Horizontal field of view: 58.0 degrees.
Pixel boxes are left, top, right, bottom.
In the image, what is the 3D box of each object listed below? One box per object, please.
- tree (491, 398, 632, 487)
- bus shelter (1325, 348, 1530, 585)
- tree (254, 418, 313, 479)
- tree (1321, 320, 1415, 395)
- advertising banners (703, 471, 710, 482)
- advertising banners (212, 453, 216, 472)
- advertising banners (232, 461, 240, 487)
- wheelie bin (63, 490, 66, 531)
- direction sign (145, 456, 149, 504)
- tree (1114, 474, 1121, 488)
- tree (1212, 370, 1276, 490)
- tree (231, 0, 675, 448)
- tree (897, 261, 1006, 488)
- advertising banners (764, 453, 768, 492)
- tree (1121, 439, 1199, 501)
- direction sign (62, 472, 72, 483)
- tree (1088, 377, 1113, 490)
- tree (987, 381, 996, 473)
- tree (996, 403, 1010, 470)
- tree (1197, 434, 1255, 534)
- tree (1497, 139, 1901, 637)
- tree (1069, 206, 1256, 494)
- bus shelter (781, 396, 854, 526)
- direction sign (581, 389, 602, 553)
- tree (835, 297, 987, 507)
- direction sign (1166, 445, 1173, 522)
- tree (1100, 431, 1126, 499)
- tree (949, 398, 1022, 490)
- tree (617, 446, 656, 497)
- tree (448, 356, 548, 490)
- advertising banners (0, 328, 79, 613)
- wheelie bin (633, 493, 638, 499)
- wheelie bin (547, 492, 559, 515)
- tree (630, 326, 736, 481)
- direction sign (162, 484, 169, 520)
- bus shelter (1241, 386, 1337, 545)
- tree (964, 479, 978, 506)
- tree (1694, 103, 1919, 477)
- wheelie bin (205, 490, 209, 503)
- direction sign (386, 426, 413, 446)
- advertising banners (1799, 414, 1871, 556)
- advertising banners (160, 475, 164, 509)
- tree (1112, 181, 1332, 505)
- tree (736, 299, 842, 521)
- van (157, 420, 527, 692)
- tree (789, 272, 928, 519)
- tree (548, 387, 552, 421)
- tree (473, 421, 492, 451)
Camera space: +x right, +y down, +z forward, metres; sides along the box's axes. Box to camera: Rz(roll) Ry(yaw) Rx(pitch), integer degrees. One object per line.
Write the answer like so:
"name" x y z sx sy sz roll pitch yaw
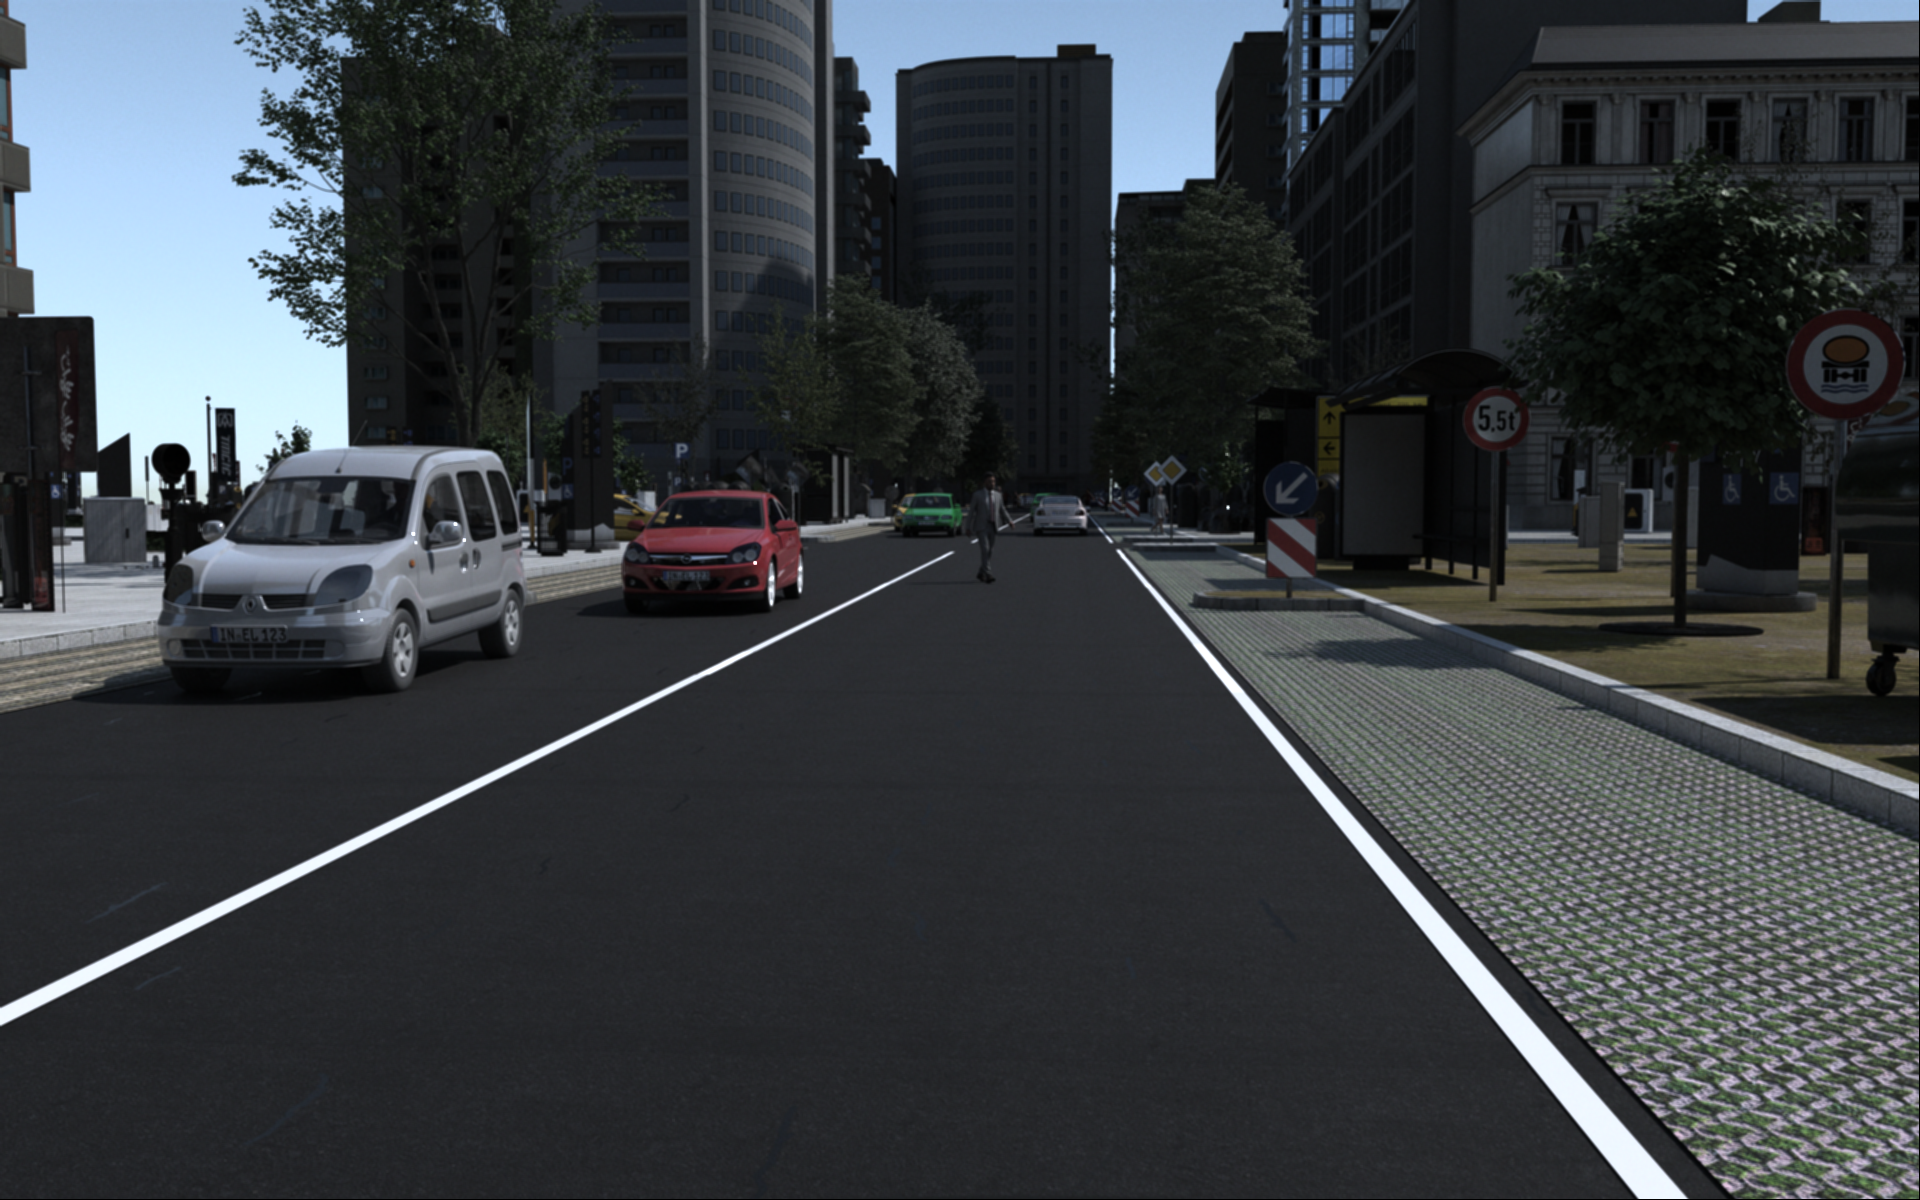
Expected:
"tree" -12.891 -4.635 59.490 4.285 4.588 4.351 0 3 0
"bus shelter" 7.047 -2.008 26.755 2.014 3.302 5.546 0 4 4
"tree" -16.918 -3.049 44.449 1.663 3.219 1.824 0 3 0
"tree" 17.184 -7.467 72.454 4.360 8.622 3.978 0 3 0
"advertising banners" -18.074 -8.128 129.075 2.074 3.025 0.090 0 4 -6
"advertising banners" -32.062 -4.824 75.056 0.090 3.025 2.074 0 4 -7
"advertising banners" -37.220 -5.792 90.892 2.074 3.025 0.090 -1 4 -11
"wheelie bin" -31.620 -3.218 60.520 0.693 1.594 0.980 -3 4 -37
"direction sign" -48.565 -6.821 103.514 0.379 3.537 0.876 -2 4 -34
"tree" 16.761 -11.445 170.836 4.285 4.588 4.351 0 3 0
"tree" 16.559 -9.140 99.795 4.360 8.622 3.978 0 3 0
"tree" -8.938 -6.451 31.233 9.928 11.665 9.643 0 3 0
"tree" -3.154 -17.601 143.670 12.611 20.169 13.585 0 3 0
"advertising banners" -8.085 -4.659 72.361 0.090 3.025 2.074 -1 4 -8
"tree" 12.090 -7.076 99.405 4.285 4.588 4.351 0 3 0
"direction sign" -47.172 -6.072 91.278 0.379 3.537 0.876 1 4 20
"tree" 14.074 -13.312 135.773 7.486 12.596 7.792 0 3 0
"tree" -3.488 -13.271 123.635 9.857 13.997 8.962 0 3 0
"tree" 0.285 -15.898 166.581 9.857 13.997 8.962 0 3 0
"tree" 8.395 -3.739 55.727 1.663 3.219 1.824 0 3 0
"tree" 6.833 -1.980 16.082 4.285 4.588 4.351 0 3 0
"tree" 13.504 -15.694 112.482 12.611 20.169 13.585 0 3 0
"bus shelter" -6.094 -5.856 73.379 2.179 5.291 8.768 0 4 4
"direction sign" -8.040 -2.804 37.845 0.379 3.537 0.876 -3 4 -39
"tree" -3.437 -12.531 111.542 9.857 13.997 8.962 0 3 0
"direction sign" 9.564 -5.309 78.794 0.379 3.537 0.876 1 4 20
"tree" 17.958 -14.917 194.254 4.360 8.622 3.978 0 3 0
"tree" 2.463 -17.336 200.446 9.611 12.733 9.660 0 3 0
"tree" -13.203 -4.641 70.484 1.663 3.219 1.824 0 3 0
"tree" -25.531 -8.721 92.948 4.737 8.622 4.395 0 3 0
"advertising banners" -10.081 -1.391 18.932 2.074 3.025 0.090 3 4 39
"wheelie bin" -19.228 -5.703 101.155 0.693 1.594 0.980 2 4 33
"wheelie bin" -24.665 -5.931 104.880 0.980 1.594 0.693 2 4 28
"tree" -11.929 -7.646 75.378 4.360 8.622 3.978 0 3 0
"direction sign" -39.883 -5.806 86.919 0.379 3.537 0.876 -1 4 -19
"bus shelter" 7.763 -3.027 40.769 1.731 3.624 6.357 0 4 4
"tree" 1.241 -11.917 189.440 1.663 3.219 1.824 0 3 0
"tree" 15.750 -5.051 32.951 4.360 8.622 3.978 0 3 0
"wheelie bin" -42.953 -5.618 99.765 0.980 1.594 0.693 0 4 -2
"direction sign" -18.798 -4.048 58.178 0.876 3.537 0.379 -2 4 -30
"advertising banners" 17.800 -2.442 36.110 2.074 3.025 0.090 2 4 30
"advertising banners" -54.823 -7.522 119.168 0.090 3.025 2.074 -1 4 -11
"tree" 9.799 -8.886 63.414 7.486 12.596 7.792 0 3 0
"tree" -6.321 -7.010 64.968 4.737 8.622 4.395 0 3 0
"van" -4.790 -0.419 13.865 2.013 2.044 4.112 0 4 2
"tree" -5.262 -10.459 89.139 7.486 12.596 7.792 0 3 0
"tree" -26.082 -9.263 101.817 4.737 8.622 4.395 0 3 0
"tree" -21.034 -5.770 78.060 4.285 4.588 4.351 0 3 0
